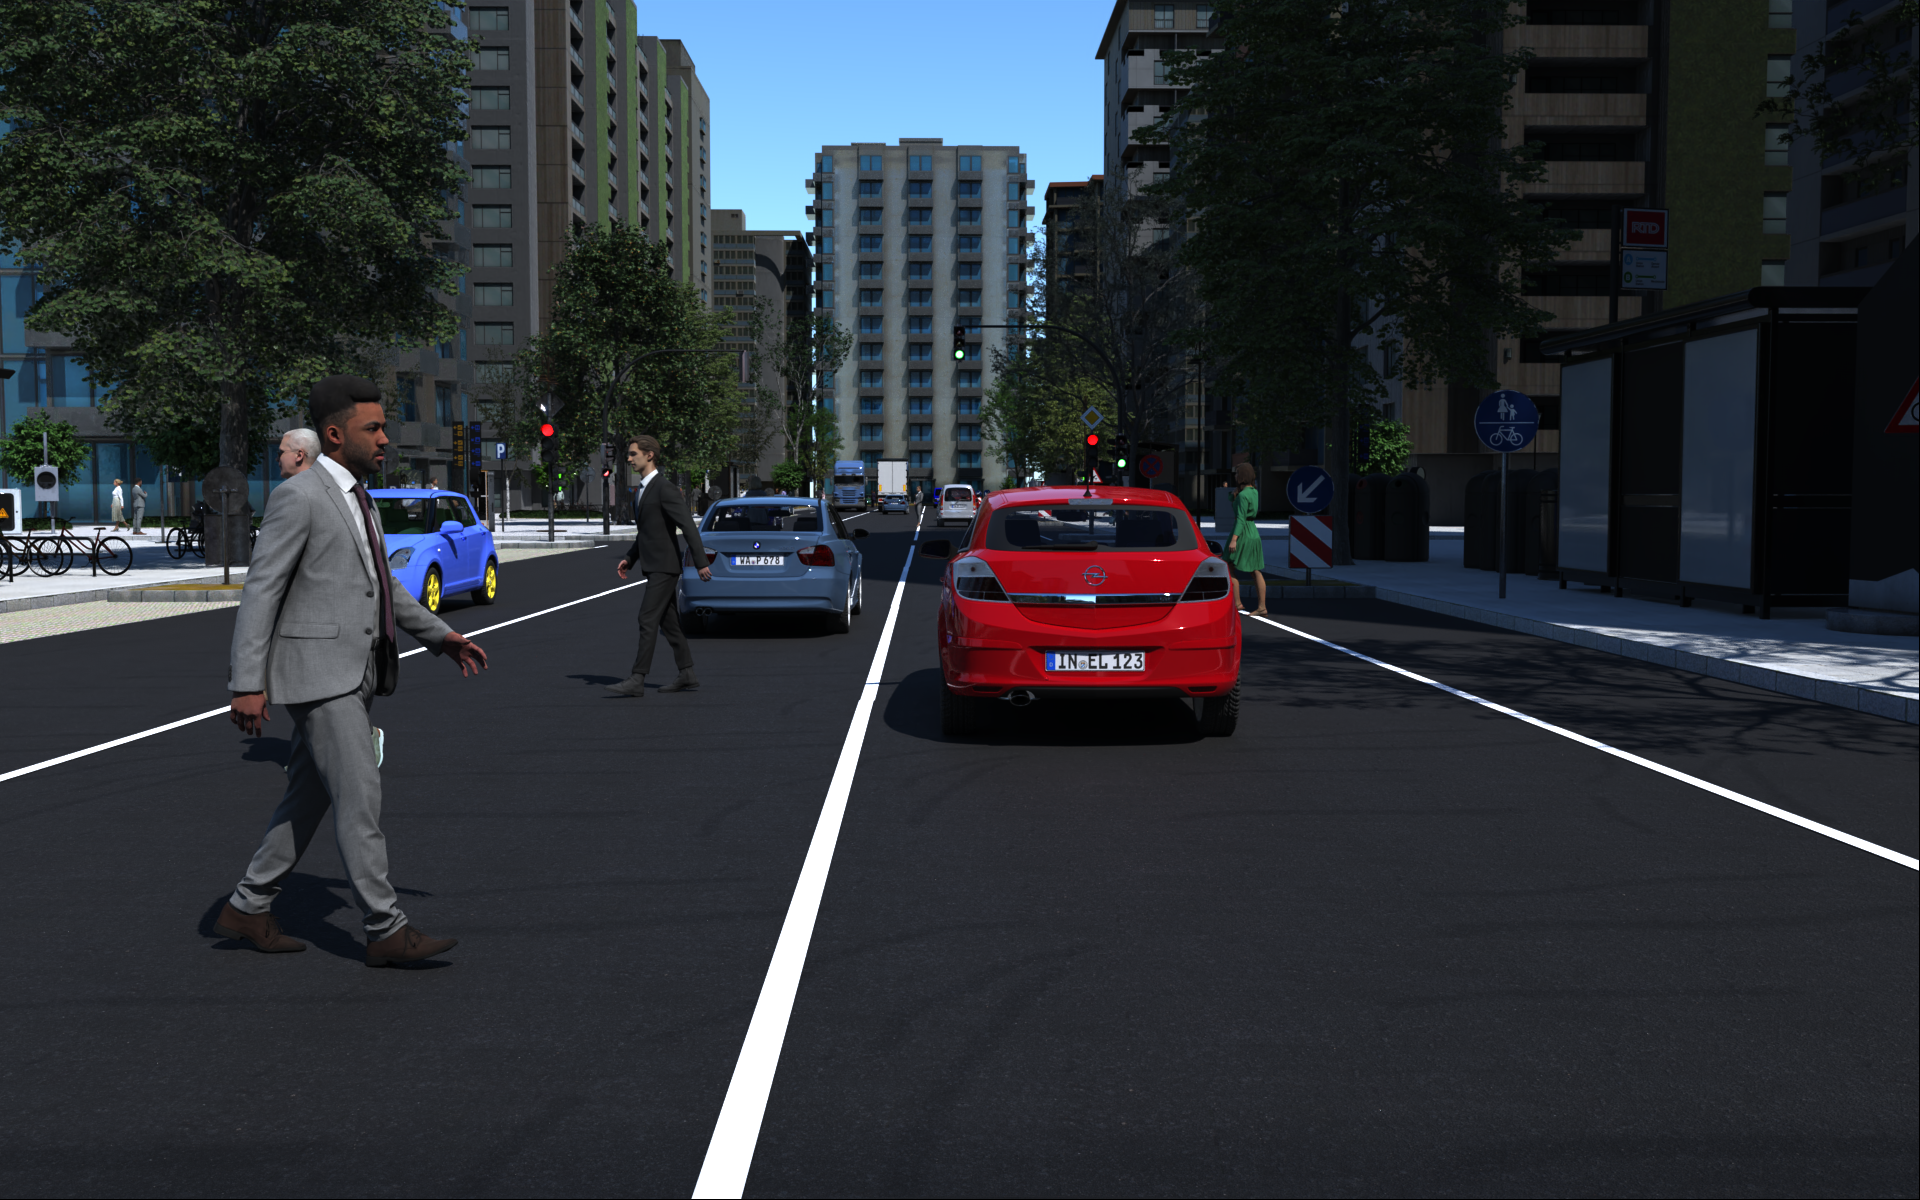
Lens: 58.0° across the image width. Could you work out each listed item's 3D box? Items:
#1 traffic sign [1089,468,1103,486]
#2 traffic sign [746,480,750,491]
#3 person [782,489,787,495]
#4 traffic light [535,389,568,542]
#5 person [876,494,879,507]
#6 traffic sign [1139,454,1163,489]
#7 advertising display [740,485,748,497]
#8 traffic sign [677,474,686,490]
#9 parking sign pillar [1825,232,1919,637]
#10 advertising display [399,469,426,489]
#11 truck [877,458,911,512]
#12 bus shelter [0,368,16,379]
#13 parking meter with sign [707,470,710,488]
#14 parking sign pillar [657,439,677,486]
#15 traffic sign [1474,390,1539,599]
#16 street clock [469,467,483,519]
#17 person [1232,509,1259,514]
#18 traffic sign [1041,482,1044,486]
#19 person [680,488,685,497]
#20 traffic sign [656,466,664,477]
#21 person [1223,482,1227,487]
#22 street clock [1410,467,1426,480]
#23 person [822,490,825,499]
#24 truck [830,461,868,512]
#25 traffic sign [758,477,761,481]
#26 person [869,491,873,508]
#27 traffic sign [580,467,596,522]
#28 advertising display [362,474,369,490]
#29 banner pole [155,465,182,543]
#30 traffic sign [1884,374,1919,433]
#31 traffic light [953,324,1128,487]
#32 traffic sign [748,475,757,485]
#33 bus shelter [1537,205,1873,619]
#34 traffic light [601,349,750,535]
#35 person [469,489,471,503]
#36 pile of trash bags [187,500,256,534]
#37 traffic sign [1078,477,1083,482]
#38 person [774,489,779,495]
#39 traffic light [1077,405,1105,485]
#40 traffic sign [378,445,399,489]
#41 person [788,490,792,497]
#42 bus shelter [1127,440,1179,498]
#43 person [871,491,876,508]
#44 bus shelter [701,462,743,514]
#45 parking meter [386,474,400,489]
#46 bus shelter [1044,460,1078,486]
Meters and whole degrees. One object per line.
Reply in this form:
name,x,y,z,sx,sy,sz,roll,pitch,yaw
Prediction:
traffic sign,6.493,-5.140,84.048,0.884,2.594,0.081,0,4,4
traffic sign,-15.394,-7.632,126.912,0.606,2.300,0.079,0,4,1
person,-17.014,-9.875,167.363,0.709,1.838,0.599,-2,4,-26
traffic light,-10.970,-3.520,46.469,0.839,4.253,0.868,0,4,-1
person,-9.317,-11.439,196.044,1.217,1.766,0.721,-1,4,-15
traffic sign,6.117,-3.382,55.405,0.768,2.556,0.104,0,4,5
advertising display,-16.153,-7.522,128.202,0.974,1.923,0.123,-2,4,-24
traffic sign,-13.984,-5.158,86.463,0.606,2.300,0.079,0,4,3
parking sign pillar,8.921,-1.691,16.116,1.447,3.967,1.447,0,4,-7
advertising display,-14.430,-2.476,45.692,0.974,1.923,0.123,3,4,37
truck,-5.446,-9.321,141.317,2.839,4.237,11.283,0,4,-1
bus shelter,-13.082,-1.566,19.533,2.014,3.302,5.546,0,4,-1
parking meter with sign,-17.614,-7.698,122.116,0.543,3.016,1.738,0,4,-6
parking sign pillar,-13.695,-5.575,79.616,1.447,3.967,1.447,0,4,5
traffic sign,6.672,-1.292,21.225,0.768,2.556,0.104,0,4,7
street clock,-13.081,-2.584,46.814,0.358,2.002,0.471,0,4,-5
person,7.700,-2.472,47.130,0.731,1.740,0.598,-2,4,-33
traffic sign,6.107,-7.411,121.172,0.884,2.594,0.081,0,4,1
person,-22.425,-8.114,139.263,0.990,1.755,0.434,-1,4,-21
traffic sign,-13.448,-4.759,77.915,0.768,2.556,0.104,0,4,7
person,11.692,-4.326,76.873,0.679,1.850,0.850,1,4,12
street clock,12.123,-2.531,45.947,0.471,2.002,0.358,-3,5,-44
person,-15.800,-11.796,199.573,0.551,1.740,0.621,1,4,15
truck,-9.094,-9.485,144.834,2.967,4.110,18.799,0,4,-2
traffic sign,-14.682,-7.619,124.676,0.768,2.556,0.104,0,4,4
person,-9.322,-10.708,183.713,0.705,1.807,1.348,1,4,22
traffic sign,-17.091,-4.852,79.438,0.768,2.556,0.104,0,4,7
advertising display,-15.796,-2.431,44.959,0.123,1.923,0.974,3,5,39
banner pole,-20.551,-3.369,45.094,0.863,3.779,0.401,-1,4,-12
traffic sign,8.486,-0.923,15.092,0.884,2.594,0.081,0,4,5
traffic light,2.199,-4.398,46.582,4.771,5.953,1.251,0,4,-1
traffic sign,-14.005,-7.172,117.362,0.768,2.556,0.104,0,4,6
bus shelter,8.926,-2.703,21.832,2.179,5.291,8.768,0,4,-1
traffic light,-9.025,-4.884,54.526,4.771,5.953,1.251,0,4,-1
person,-16.829,-3.284,59.920,0.473,1.802,0.592,3,4,39
pile of trash bags,-23.456,-2.863,56.556,3.447,1.369,1.912,0,4,2
traffic sign,8.346,-7.270,118.967,0.768,2.556,0.104,0,4,2
person,-15.700,-8.643,147.869,0.721,1.766,1.217,-3,5,-41
traffic light,4.143,-4.026,54.745,0.839,4.253,0.868,0,4,-1
traffic sign,-14.799,-2.719,44.564,0.768,2.556,0.104,0,4,4
person,-17.254,-10.341,175.202,0.705,1.814,1.350,1,4,17
bus shelter,8.772,-5.365,79.008,1.731,3.624,6.357,0,4,-1
person,-9.040,-10.554,181.505,0.683,1.767,0.568,2,4,26
bus shelter,-15.665,-8.262,112.719,2.179,5.291,8.768,0,4,-1
parking meter,-15.452,-2.539,47.227,0.399,1.863,0.255,-2,4,-23
bus shelter,6.112,-6.868,106.214,2.014,3.302,5.546,0,4,-1
